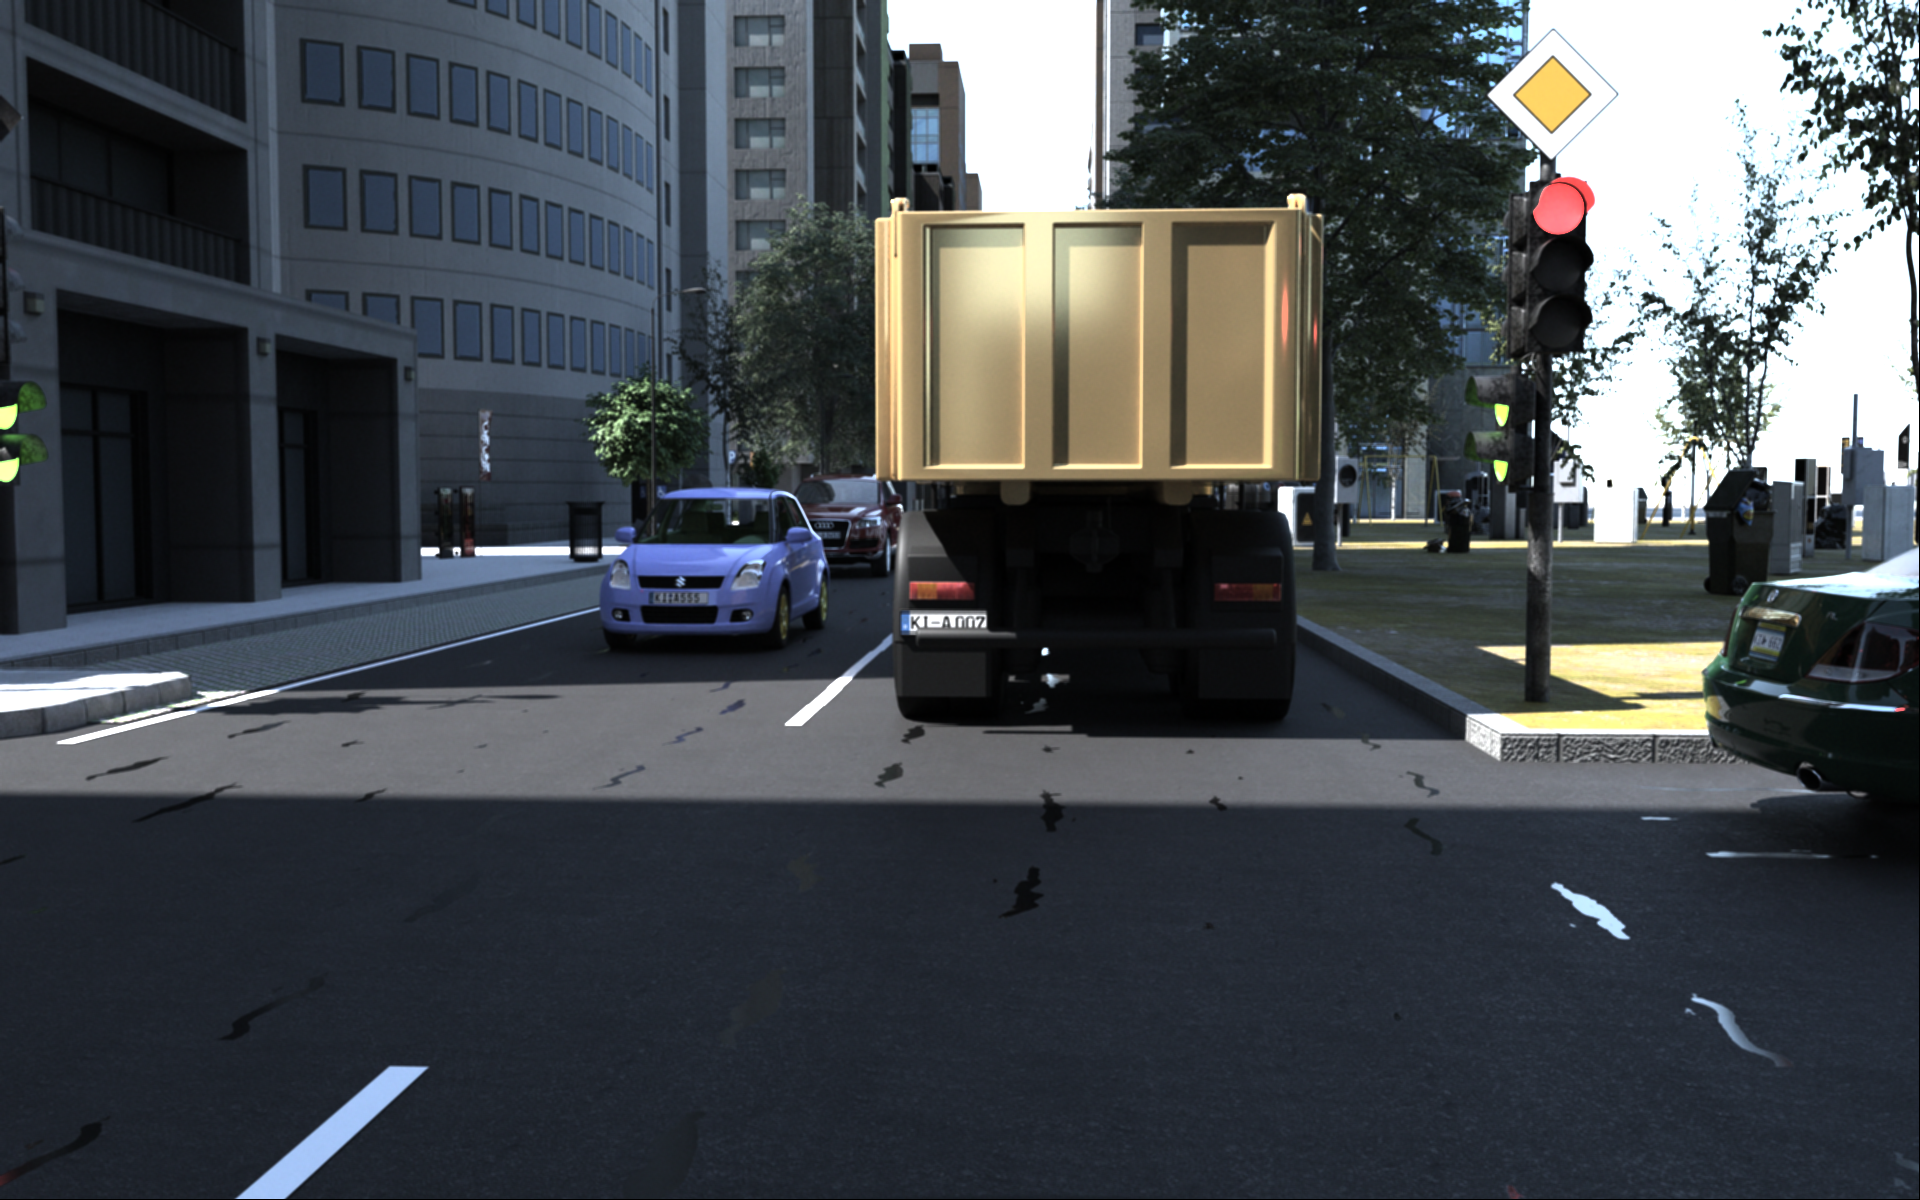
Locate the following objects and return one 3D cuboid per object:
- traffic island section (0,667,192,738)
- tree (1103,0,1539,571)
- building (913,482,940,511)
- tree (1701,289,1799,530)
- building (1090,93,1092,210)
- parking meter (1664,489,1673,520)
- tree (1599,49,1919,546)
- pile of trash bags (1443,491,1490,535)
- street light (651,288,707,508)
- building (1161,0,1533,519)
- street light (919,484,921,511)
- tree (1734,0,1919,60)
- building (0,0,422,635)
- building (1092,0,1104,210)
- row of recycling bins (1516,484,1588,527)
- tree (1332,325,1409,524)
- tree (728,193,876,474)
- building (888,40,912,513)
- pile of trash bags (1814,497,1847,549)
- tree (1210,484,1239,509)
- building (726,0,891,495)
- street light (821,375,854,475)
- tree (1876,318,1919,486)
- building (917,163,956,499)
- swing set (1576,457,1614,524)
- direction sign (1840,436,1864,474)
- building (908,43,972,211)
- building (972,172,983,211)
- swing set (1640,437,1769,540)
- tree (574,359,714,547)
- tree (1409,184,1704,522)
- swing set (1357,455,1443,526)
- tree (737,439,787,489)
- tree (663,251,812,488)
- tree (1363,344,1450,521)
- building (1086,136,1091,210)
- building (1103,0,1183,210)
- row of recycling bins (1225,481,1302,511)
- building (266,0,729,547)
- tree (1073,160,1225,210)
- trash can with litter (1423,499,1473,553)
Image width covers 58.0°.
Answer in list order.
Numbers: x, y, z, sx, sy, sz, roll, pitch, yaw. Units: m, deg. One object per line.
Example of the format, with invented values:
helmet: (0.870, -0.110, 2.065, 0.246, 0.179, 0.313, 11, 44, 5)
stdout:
traffic island section: (-6.426, 0.673, 11.285, 2.009, 0.180, 2.903, 0, 4, 3)
tree: (5.903, -6.753, 28.536, 7.486, 12.596, 7.792, 0, 3, 0)
building: (-16.057, -17.429, 130.003, 27.650, 21.520, 28.899, 0, 4, 3)
tree: (26.885, -6.811, 61.724, 4.737, 8.622, 4.395, 0, 3, 0)
building: (24.625, -34.210, 183.030, 21.300, 48.544, 21.600, 0, 4, 3)
parking meter: (34.614, -4.661, 84.620, 0.372, 1.533, 0.369, 0, 3, 0)
tree: (14.193, -4.961, 31.468, 4.360, 8.622, 3.978, 0, 3, 0)
pile of trash bags: (16.470, -2.815, 55.774, 1.912, 1.369, 3.447, -1, 4, -9)
street light: (-6.407, -4.081, 39.258, 1.470, 5.913, 1.316, 0, 4, 3)
building: (20.717, -48.225, 101.144, 22.319, 86.520, 31.000, 0, 4, 3)
street light: (-2.138, -8.756, 115.697, 1.470, 5.913, 1.316, 0, 4, 3)
tree: (9.261, -4.015, 16.002, 4.360, 8.622, 3.978, 0, 3, 0)
building: (-18.478, -35.566, 19.757, 20.563, 71.187, 20.611, 0, 4, 3)
building: (18.737, -30.799, 153.679, 14.600, 45.320, 14.200, 0, 4, 3)
row of recycling bins: (23.327, -3.751, 68.440, 3.534, 1.692, 1.069, -1, 4, -21)
tree: (17.044, -7.579, 74.286, 4.737, 8.622, 4.395, 0, 3, 0)
tree: (-5.823, -10.302, 75.091, 9.857, 13.997, 8.962, 0, 3, 0)
building: (-10.503, -20.565, 107.936, 14.160, 30.474, 14.107, 0, 4, 3)
pile of trash bags: (19.840, -1.892, 40.687, 1.912, 1.369, 3.447, 2, 4, 31)
tree: (5.648, -3.341, 38.339, 4.285, 4.588, 4.351, 0, 3, 0)
building: (-11.421, -25.075, 93.566, 14.154, 41.232, 14.086, 0, 4, 3)
street light: (-4.828, -5.805, 67.450, 1.470, 5.913, 1.316, 0, 4, 3)
tree: (29.374, -6.125, 50.508, 4.737, 8.622, 4.395, 0, 3, 0)
building: (-7.773, -23.217, 151.293, 14.160, 30.474, 14.107, 0, 4, 3)
swing set: (26.720, -4.731, 74.971, 3.119, 2.851, 2.862, 3, 5, 45)
direction sign: (35.063, -4.656, 68.130, 0.379, 3.537, 0.876, -3, 4, -38)
building: (-6.631, -32.215, 176.821, 14.600, 45.320, 14.200, 0, 4, 3)
building: (-4.075, -35.794, 235.339, 14.600, 45.320, 14.200, 0, 4, 3)
swing set: (20.994, -3.108, 48.438, 2.862, 2.851, 3.119, 3, 5, 44)
tree: (-7.703, -3.580, 42.253, 4.285, 4.588, 4.351, 0, 3, 0)
tree: (14.129, -5.562, 41.293, 4.737, 8.622, 4.395, 0, 3, 0)
swing set: (17.821, -4.470, 70.700, 3.119, 2.851, 2.862, 0, 4, 3)
tree: (-6.934, -3.998, 59.961, 1.663, 3.219, 1.824, 0, 3, 0)
tree: (-6.932, -6.300, 53.363, 4.360, 8.622, 3.978, 0, 3, 0)
tree: (20.930, -8.083, 82.516, 4.360, 8.622, 3.978, 0, 3, 0)
building: (26.270, -33.893, 208.777, 22.147, 44.769, 28.867, 0, 4, 3)
building: (21.418, -36.058, 131.555, 21.231, 58.520, 28.212, 0, 4, 3)
row of recycling bins: (7.968, -2.351, 45.558, 1.069, 1.692, 3.534, 2, 4, 35)
building: (-20.239, -31.232, 52.637, 21.231, 58.520, 28.212, 0, 4, 3)
tree: (7.363, -9.632, 64.133, 9.857, 13.997, 8.962, 0, 3, 0)
trash can with litter: (10.687, -1.625, 37.957, 1.055, 1.170, 0.624, 2, 4, 35)
